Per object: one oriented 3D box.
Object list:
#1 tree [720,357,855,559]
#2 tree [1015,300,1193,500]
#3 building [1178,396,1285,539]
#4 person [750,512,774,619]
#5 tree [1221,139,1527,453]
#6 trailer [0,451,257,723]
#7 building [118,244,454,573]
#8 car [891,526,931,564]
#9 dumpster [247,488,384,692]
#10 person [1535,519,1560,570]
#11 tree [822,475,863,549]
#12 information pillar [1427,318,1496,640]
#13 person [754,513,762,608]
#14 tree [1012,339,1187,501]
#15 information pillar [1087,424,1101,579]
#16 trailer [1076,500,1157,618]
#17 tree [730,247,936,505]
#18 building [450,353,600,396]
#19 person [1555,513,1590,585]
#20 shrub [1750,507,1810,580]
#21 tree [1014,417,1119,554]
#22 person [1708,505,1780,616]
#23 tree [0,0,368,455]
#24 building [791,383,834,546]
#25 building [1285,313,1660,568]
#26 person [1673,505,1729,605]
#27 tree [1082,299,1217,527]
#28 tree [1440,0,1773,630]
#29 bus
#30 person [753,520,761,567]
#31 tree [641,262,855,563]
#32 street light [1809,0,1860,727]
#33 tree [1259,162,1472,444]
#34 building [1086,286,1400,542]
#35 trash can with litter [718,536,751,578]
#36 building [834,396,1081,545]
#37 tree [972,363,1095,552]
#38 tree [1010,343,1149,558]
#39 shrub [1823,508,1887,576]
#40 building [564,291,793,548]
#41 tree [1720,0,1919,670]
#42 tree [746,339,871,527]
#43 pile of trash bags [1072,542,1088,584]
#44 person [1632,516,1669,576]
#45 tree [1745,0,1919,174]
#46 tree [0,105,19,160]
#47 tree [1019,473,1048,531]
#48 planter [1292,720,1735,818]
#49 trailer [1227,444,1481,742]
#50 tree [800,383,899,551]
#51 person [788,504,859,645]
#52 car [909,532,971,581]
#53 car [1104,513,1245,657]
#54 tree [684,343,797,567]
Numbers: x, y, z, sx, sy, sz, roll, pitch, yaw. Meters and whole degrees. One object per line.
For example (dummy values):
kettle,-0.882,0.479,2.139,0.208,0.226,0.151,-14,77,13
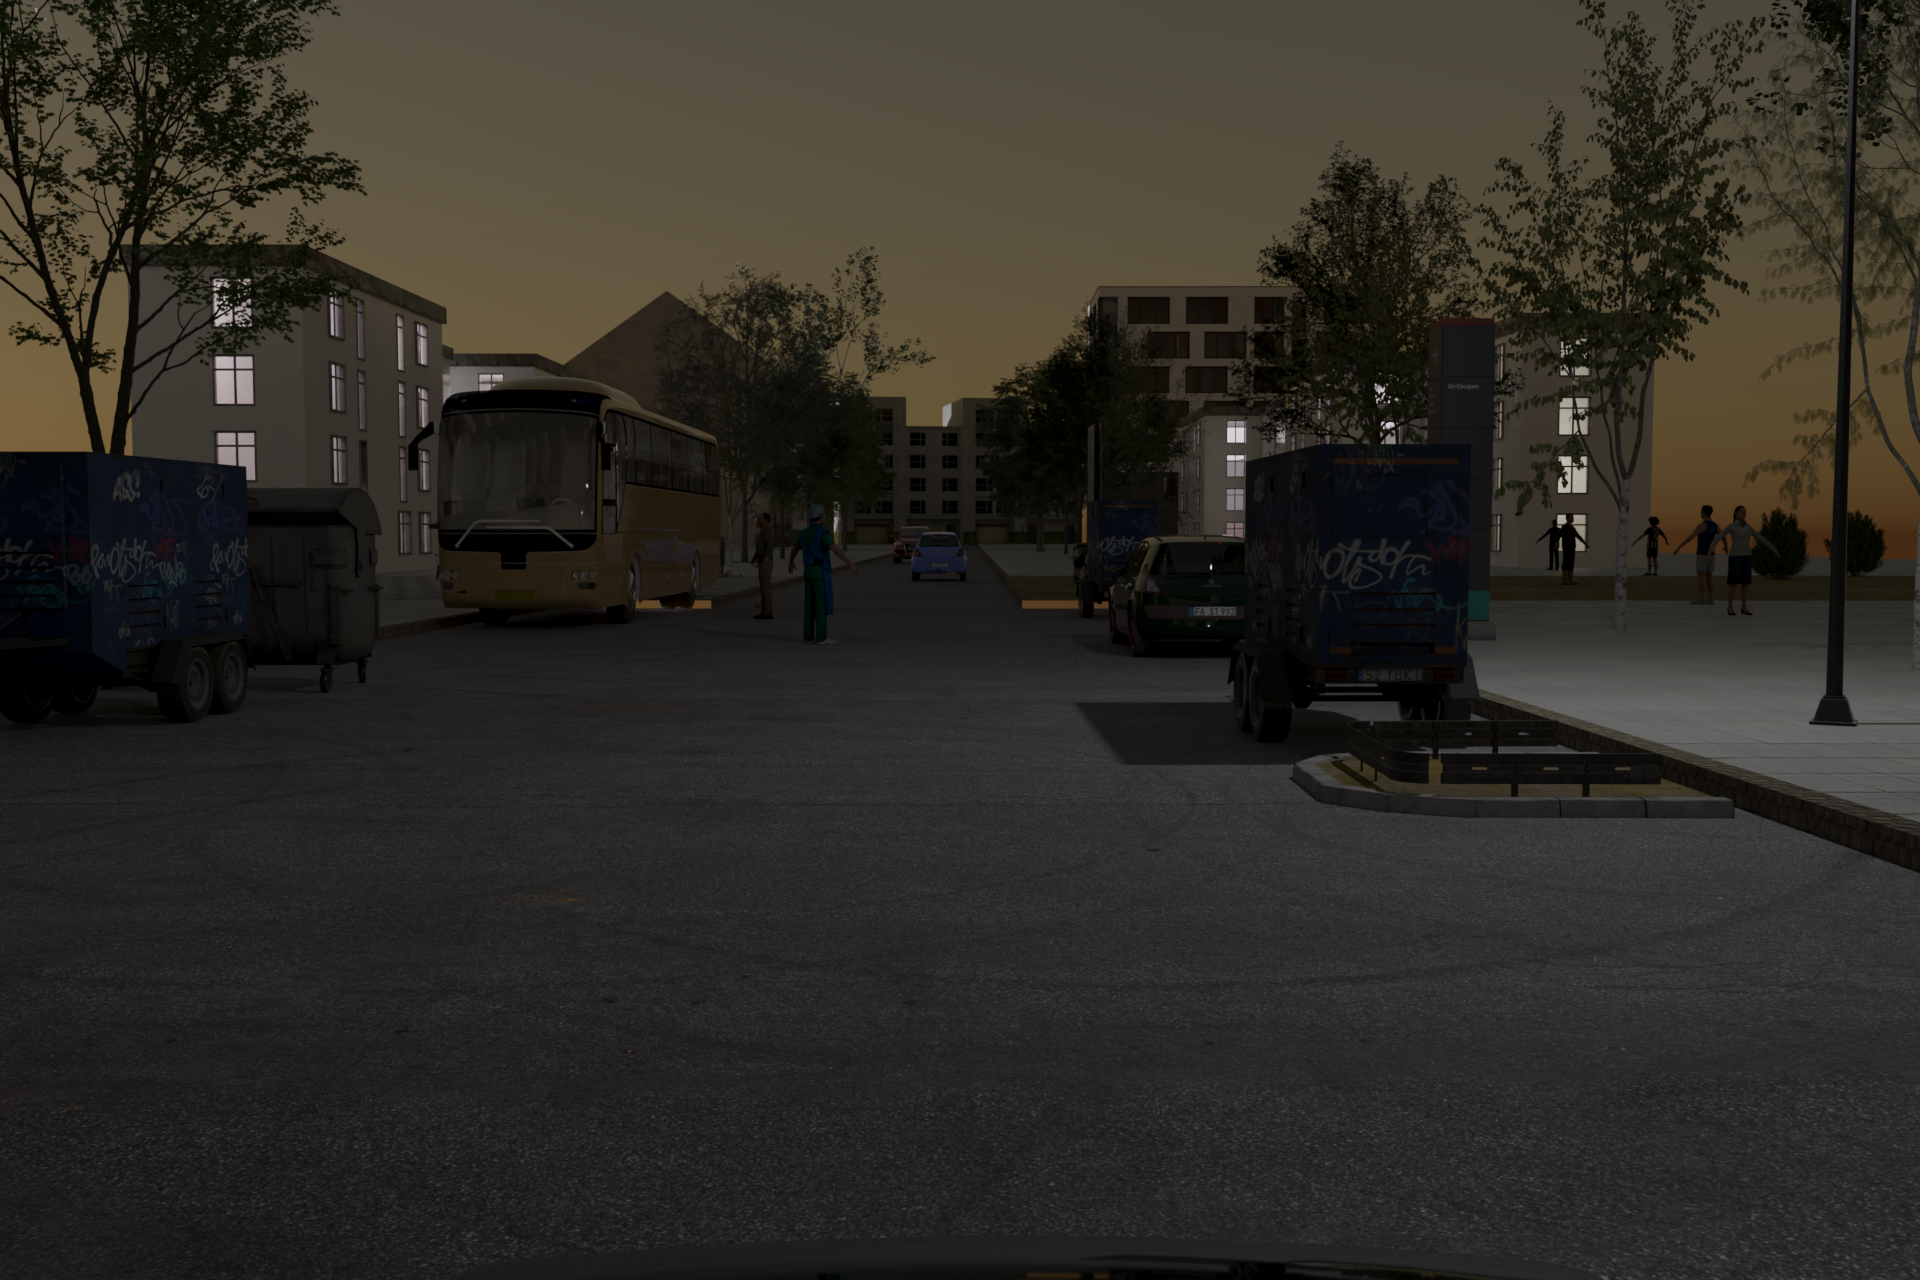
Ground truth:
tree,-9.068,-9.536,90.322,8.767,10.594,7.601,2,4,28
tree,5.740,-8.291,69.966,7.601,10.594,8.767,-1,4,-12
building,20.505,-10.514,114.048,9.099,9.664,28.070,0,4,0
person,-3.315,-1.253,29.220,0.705,1.796,1.348,-1,4,-16
tree,9.799,-6.556,41.607,7.601,10.594,8.767,0,4,5
trailer,-6.499,-0.348,12.739,1.471,1.999,3.904,0,3,0
building,-23.571,-7.474,64.346,9.099,9.664,28.070,0,4,0
car,-2.228,-4.681,85.215,2.281,1.827,5.304,0,3,0
dumpster,-6.446,-0.482,16.092,1.865,1.857,1.264,0,3,0
person,21.061,-3.376,61.430,1.346,1.802,0.704,-1,4,-13
tree,-9.503,-11.343,135.820,4.360,8.622,3.978,0,3,0
information pillar,6.089,-1.942,21.132,0.750,3.857,0.750,0,4,1
person,-3.856,-1.558,33.791,0.705,1.847,1.347,-1,4,-10
tree,6.366,-8.912,80.121,8.767,10.594,7.601,1,4,10
information pillar,2.924,-2.838,37.711,0.184,3.620,1.656,0,3,0
trailer,2.786,-1.440,30.601,1.471,1.999,3.904,0,4,0
tree,-8.318,-15.759,113.546,12.611,20.169,13.585,0,3,0
building,-24.189,-9.325,94.616,9.099,9.664,28.070,0,3,0
person,15.410,-2.301,43.756,1.346,1.812,0.704,-3,4,-36
shrub,23.035,-2.734,48.740,1.661,2.075,1.752,0,3,0
tree,6.980,-10.695,109.282,7.601,10.594,8.767,-3,4,-36
person,12.330,-1.251,27.289,1.217,1.735,0.721,-1,4,-9
tree,-12.986,-6.139,26.130,9.928,11.665,9.643,0,3,0
building,-24.219,-20.627,203.709,16.747,18.905,31.486,0,4,-1
building,21.978,-8.420,79.822,9.099,9.664,28.070,0,3,0
person,13.555,-1.552,31.539,1.345,1.807,0.704,-2,4,-26
tree,5.629,-6.368,54.477,4.360,8.622,3.978,0,3,0
tree,8.833,-4.457,23.237,4.737,8.622,4.395,0,3,0
bus,-6.401,-2.403,30.844,2.896,3.916,12.252,0,4,1
person,-7.780,-3.722,66.707,0.705,1.847,1.347,-1,4,-12
tree,-9.586,-10.217,77.419,12.009,13.543,11.850,0,3,0
street light,6.447,-2.384,11.521,1.470,5.913,1.316,0,3,0
tree,8.222,-5.110,33.914,4.737,8.622,4.395,0,3,0
building,25.432,-19.278,159.171,27.936,21.610,32.646,0,4,0
trash can with litter,-6.974,-2.488,51.735,1.678,1.210,2.233,0,4,1
building,-1.000,-22.132,230.768,31.486,18.905,16.747,-1,4,-9
tree,5.770,-13.406,125.839,9.857,13.997,8.962,0,3,0
tree,6.377,-10.169,92.022,9.928,11.665,9.643,0,3,0
shrub,27.213,-2.972,52.641,1.661,2.075,1.752,0,3,0
building,-26.347,-20.493,165.983,19.493,23.208,18.063,0,4,1
tree,8.953,-4.008,15.894,4.360,8.622,3.978,0,3,0
tree,-8.826,-11.159,100.580,7.486,12.596,7.792,0,3,0
pile of trash bags,3.860,-2.152,44.933,1.912,1.369,3.447,0,4,1
person,21.360,-2.894,53.465,1.345,1.843,0.704,-1,4,-18
tree,24.759,-11.210,39.171,12.611,20.169,13.585,0,3,0
tree,-12.270,-4.124,17.783,4.737,8.622,4.395,0,3,0
tree,6.215,-11.598,139.985,4.737,8.622,4.395,0,3,0
planter,2.935,0.697,9.747,1.991,0.319,1.994,0,4,1
trailer,2.731,-0.360,12.939,1.471,1.999,3.904,0,4,-1
tree,-8.336,-12.866,128.484,7.486,12.596,7.792,0,3,0
person,-1.840,-0.854,22.549,1.347,1.817,0.704,3,5,45
car,-0.636,-2.698,53.706,1.945,1.707,3.694,0,4,0
car,2.840,-0.719,21.551,2.009,1.686,4.222,0,4,0
tree,-9.092,-7.159,67.413,4.360,8.622,3.978,0,3,0
